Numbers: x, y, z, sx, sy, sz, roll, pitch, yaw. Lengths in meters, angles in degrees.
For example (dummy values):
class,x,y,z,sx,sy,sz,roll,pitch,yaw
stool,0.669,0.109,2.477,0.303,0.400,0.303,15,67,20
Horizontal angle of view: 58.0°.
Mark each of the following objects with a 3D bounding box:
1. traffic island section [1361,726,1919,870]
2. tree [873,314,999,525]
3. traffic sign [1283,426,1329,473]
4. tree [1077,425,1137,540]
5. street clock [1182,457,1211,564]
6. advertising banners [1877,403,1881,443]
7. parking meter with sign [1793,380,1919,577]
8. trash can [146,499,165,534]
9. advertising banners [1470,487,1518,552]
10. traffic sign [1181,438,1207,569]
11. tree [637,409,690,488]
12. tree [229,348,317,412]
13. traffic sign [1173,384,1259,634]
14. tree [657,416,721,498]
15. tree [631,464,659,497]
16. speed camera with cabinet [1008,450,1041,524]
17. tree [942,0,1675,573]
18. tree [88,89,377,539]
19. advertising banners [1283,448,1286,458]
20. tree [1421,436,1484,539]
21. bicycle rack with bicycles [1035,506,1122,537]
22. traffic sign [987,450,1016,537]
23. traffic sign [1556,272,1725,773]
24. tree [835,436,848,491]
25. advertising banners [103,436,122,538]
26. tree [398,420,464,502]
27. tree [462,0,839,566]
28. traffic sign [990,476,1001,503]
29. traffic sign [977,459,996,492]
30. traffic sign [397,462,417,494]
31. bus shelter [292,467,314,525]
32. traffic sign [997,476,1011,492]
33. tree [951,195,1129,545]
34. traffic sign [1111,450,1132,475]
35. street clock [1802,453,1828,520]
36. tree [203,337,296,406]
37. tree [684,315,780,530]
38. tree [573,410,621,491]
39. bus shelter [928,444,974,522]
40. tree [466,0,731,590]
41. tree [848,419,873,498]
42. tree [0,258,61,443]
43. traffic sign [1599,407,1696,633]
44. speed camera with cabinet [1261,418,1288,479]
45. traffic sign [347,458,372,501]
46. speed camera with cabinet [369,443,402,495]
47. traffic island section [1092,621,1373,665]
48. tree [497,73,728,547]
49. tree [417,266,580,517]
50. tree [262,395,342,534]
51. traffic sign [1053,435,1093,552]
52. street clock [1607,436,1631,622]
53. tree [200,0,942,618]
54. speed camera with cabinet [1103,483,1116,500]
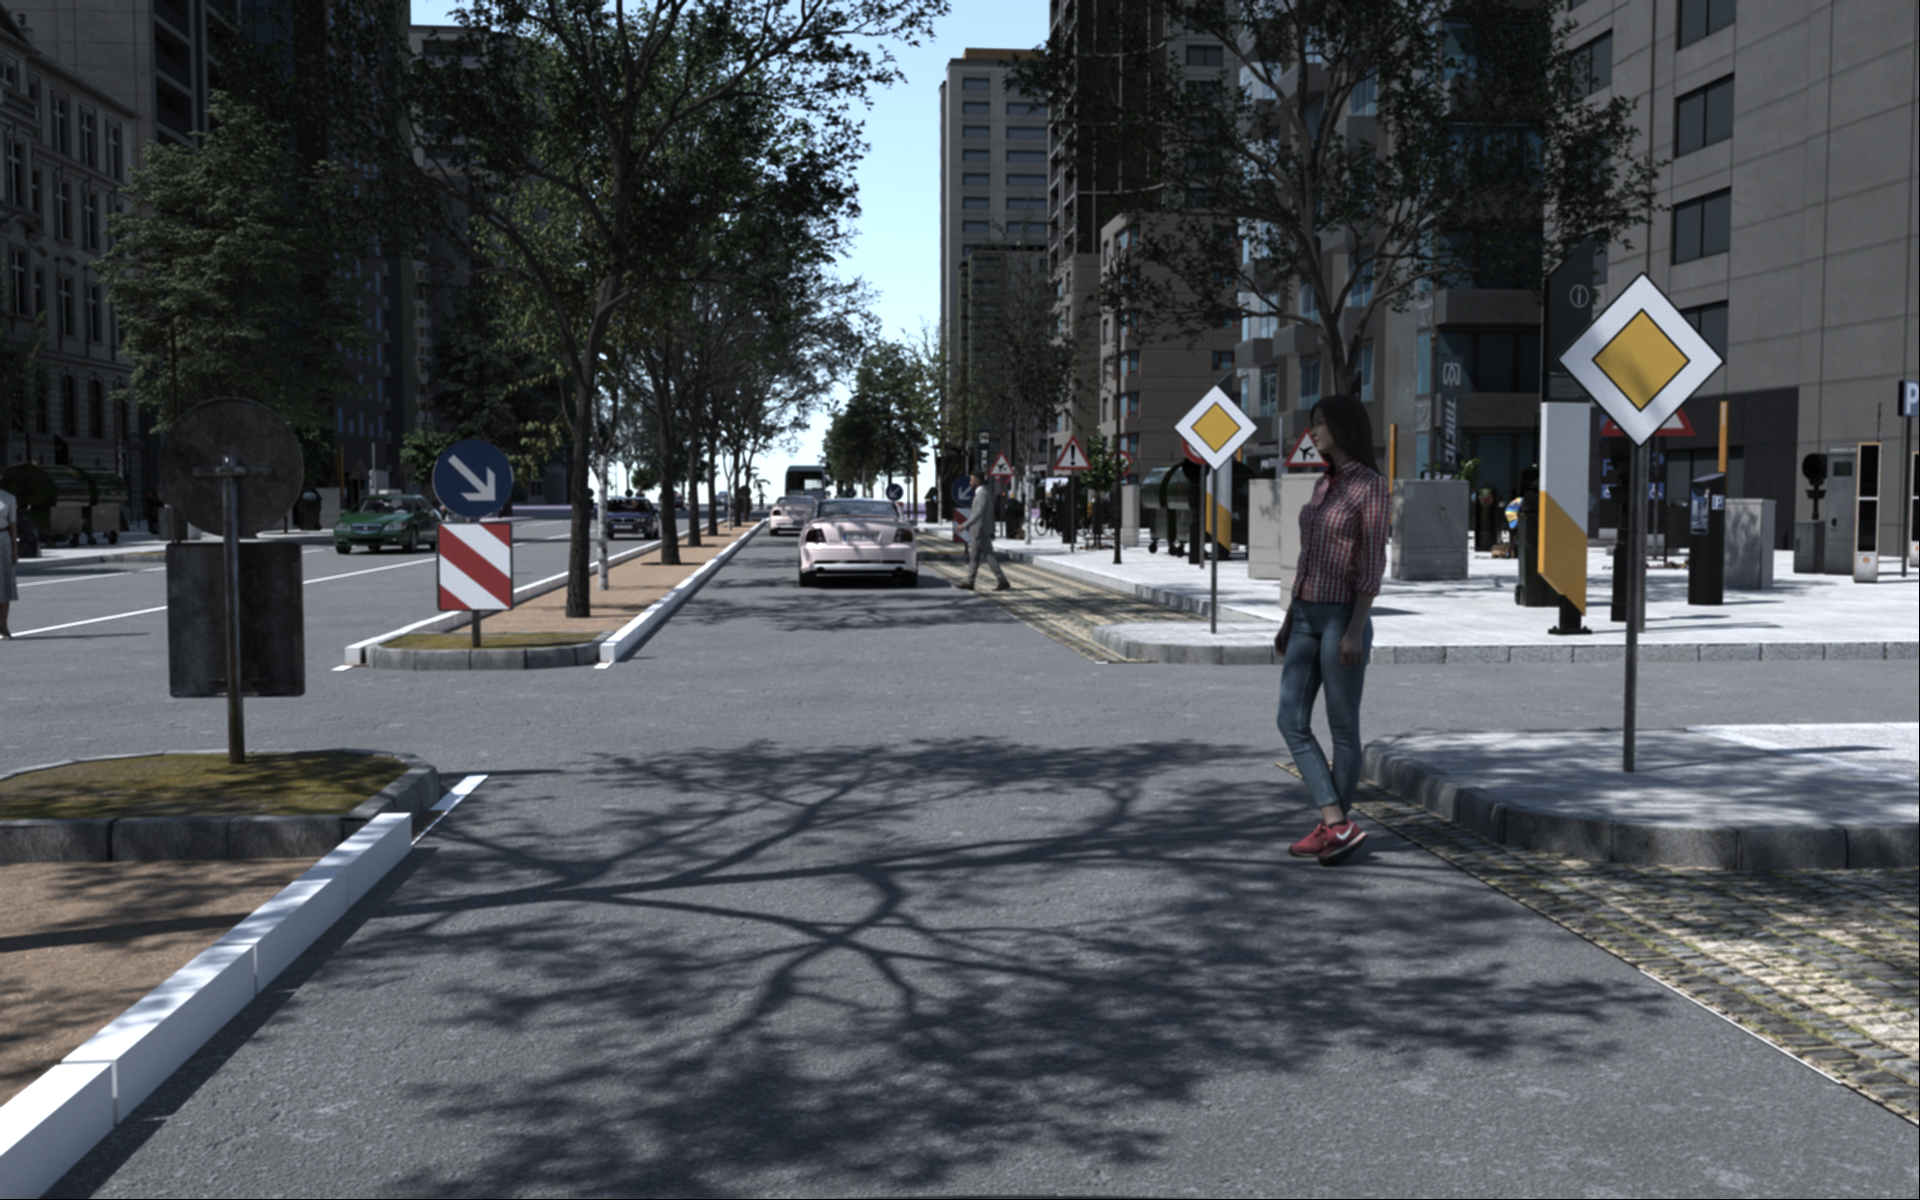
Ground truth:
class,x,y,z,sx,sy,sz,roll,pitch,yaw
traffic island section,3.107,0.873,8.012,2.009,0.180,2.903,0,4,-5
tree,-0.702,-7.375,70.940,4.737,8.622,4.395,0,3,0
traffic sign,6.633,-2.033,33.237,0.884,2.594,0.081,0,3,0
tree,3.874,-3.319,48.869,1.663,3.219,1.824,0,3,0
street clock,4.307,-1.655,31.623,0.471,2.002,0.358,2,4,31
advertising banners,17.311,-2.238,32.783,0.090,3.025,2.074,2,4,32
parking meter with sign,14.129,-1.904,27.384,0.543,3.016,1.738,-2,4,-35
trash can,-25.683,-2.682,55.511,0.748,1.137,0.748,0,3,0
advertising banners,12.309,-2.560,38.039,2.074,3.025,0.090,2,4,25
traffic sign,4.165,-1.811,29.724,0.768,2.556,0.104,0,4,-2
tree,-36.107,-17.958,211.733,7.486,12.596,7.792,0,3,0
tree,-33.912,-8.236,85.019,4.737,8.622,4.395,0,3,0
traffic sign,2.332,-0.749,15.883,0.795,2.450,0.064,0,4,-5
tree,-38.815,-19.933,242.904,9.611,12.733,9.660,0,3,0
tree,-34.022,-12.411,186.634,4.285,4.588,4.351,0,3,0
speed camera with cabinet,2.805,-4.925,74.858,0.660,3.252,2.038,2,4,29
tree,4.950,-5.351,21.903,8.767,10.594,7.601,-1,4,-14
tree,-20.276,-7.988,48.735,7.486,12.596,7.792,0,3,0
advertising banners,12.194,-4.263,65.886,0.090,3.025,2.074,1,4,22
tree,14.271,-3.370,49.704,1.663,3.219,1.824,0,3,0
bicycle rack with bicycles,4.009,-2.419,52.932,2.852,0.926,2.925,-2,4,-30
traffic sign,1.238,-3.154,51.576,0.884,2.594,0.081,0,4,3
traffic sign,3.084,-0.262,7.933,0.795,2.450,0.064,0,4,-5
tree,-7.411,-12.065,147.626,4.737,8.622,4.395,0,3,0
advertising banners,-25.091,-3.372,51.328,0.090,3.025,2.074,-1,4,-10
tree,-23.402,-5.705,76.998,4.285,4.588,4.351,0,3,0
tree,-5.949,-6.507,34.609,9.928,11.665,9.643,0,3,0
traffic sign,1.195,-4.052,66.255,0.884,2.594,0.081,0,4,-4
traffic sign,0.984,-3.689,60.426,0.768,2.556,0.104,0,4,-2
traffic sign,-21.889,-4.185,68.525,0.768,2.556,0.104,0,4,-5
bus shelter,-26.089,-4.589,66.311,1.731,3.624,6.357,0,4,-5
traffic sign,2.083,-5.080,83.162,0.768,2.556,0.104,0,4,-1
tree,1.933,-5.714,43.790,4.360,8.622,3.978,0,3,0
traffic sign,4.604,-3.064,50.210,0.768,2.556,0.104,0,4,1
street clock,15.250,-1.608,30.867,0.358,2.002,0.471,-1,4,-17
tree,-31.076,-7.673,75.823,4.360,8.622,3.978,0,3,0
tree,-8.957,-6.999,67.257,4.360,8.622,3.978,0,3,0
tree,-30.038,-11.863,144.319,4.360,8.622,3.978,0,3,0
bus shelter,-0.428,-5.601,82.864,1.731,3.624,6.357,0,4,-6
tree,-5.347,-4.452,25.615,4.737,8.622,4.395,0,3,0
tree,-6.331,-11.743,142.365,4.737,8.622,4.395,0,3,0
tree,-29.903,-6.262,52.752,4.737,8.622,4.395,0,3,0
traffic sign,6.291,-0.973,15.919,0.884,2.594,0.081,0,4,-1
speed camera with cabinet,8.079,-3.134,45.579,0.660,3.252,2.038,0,4,-5
traffic sign,-21.465,-3.786,61.909,0.884,2.594,0.081,0,4,3
speed camera with cabinet,-22.075,-4.416,66.545,0.660,3.252,2.038,-3,4,-37
traffic island section,2.354,0.386,15.962,2.009,0.180,2.903,0,4,-5
tree,-7.230,-8.182,46.602,12.009,13.543,11.850,0,3,0
tree,-25.772,-11.709,98.101,9.857,13.997,8.962,0,3,0
tree,-21.733,-4.409,55.795,4.285,4.588,4.351,0,3,0
traffic sign,2.474,-2.324,37.999,0.884,2.594,0.081,0,4,1
street clock,6.676,-0.784,17.396,0.358,2.002,0.471,2,4,32
tree,-4.408,-5.045,19.359,8.767,10.594,7.601,0,4,-5
speed camera with cabinet,8.643,-5.975,92.028,2.038,3.252,0.660,0,4,1
